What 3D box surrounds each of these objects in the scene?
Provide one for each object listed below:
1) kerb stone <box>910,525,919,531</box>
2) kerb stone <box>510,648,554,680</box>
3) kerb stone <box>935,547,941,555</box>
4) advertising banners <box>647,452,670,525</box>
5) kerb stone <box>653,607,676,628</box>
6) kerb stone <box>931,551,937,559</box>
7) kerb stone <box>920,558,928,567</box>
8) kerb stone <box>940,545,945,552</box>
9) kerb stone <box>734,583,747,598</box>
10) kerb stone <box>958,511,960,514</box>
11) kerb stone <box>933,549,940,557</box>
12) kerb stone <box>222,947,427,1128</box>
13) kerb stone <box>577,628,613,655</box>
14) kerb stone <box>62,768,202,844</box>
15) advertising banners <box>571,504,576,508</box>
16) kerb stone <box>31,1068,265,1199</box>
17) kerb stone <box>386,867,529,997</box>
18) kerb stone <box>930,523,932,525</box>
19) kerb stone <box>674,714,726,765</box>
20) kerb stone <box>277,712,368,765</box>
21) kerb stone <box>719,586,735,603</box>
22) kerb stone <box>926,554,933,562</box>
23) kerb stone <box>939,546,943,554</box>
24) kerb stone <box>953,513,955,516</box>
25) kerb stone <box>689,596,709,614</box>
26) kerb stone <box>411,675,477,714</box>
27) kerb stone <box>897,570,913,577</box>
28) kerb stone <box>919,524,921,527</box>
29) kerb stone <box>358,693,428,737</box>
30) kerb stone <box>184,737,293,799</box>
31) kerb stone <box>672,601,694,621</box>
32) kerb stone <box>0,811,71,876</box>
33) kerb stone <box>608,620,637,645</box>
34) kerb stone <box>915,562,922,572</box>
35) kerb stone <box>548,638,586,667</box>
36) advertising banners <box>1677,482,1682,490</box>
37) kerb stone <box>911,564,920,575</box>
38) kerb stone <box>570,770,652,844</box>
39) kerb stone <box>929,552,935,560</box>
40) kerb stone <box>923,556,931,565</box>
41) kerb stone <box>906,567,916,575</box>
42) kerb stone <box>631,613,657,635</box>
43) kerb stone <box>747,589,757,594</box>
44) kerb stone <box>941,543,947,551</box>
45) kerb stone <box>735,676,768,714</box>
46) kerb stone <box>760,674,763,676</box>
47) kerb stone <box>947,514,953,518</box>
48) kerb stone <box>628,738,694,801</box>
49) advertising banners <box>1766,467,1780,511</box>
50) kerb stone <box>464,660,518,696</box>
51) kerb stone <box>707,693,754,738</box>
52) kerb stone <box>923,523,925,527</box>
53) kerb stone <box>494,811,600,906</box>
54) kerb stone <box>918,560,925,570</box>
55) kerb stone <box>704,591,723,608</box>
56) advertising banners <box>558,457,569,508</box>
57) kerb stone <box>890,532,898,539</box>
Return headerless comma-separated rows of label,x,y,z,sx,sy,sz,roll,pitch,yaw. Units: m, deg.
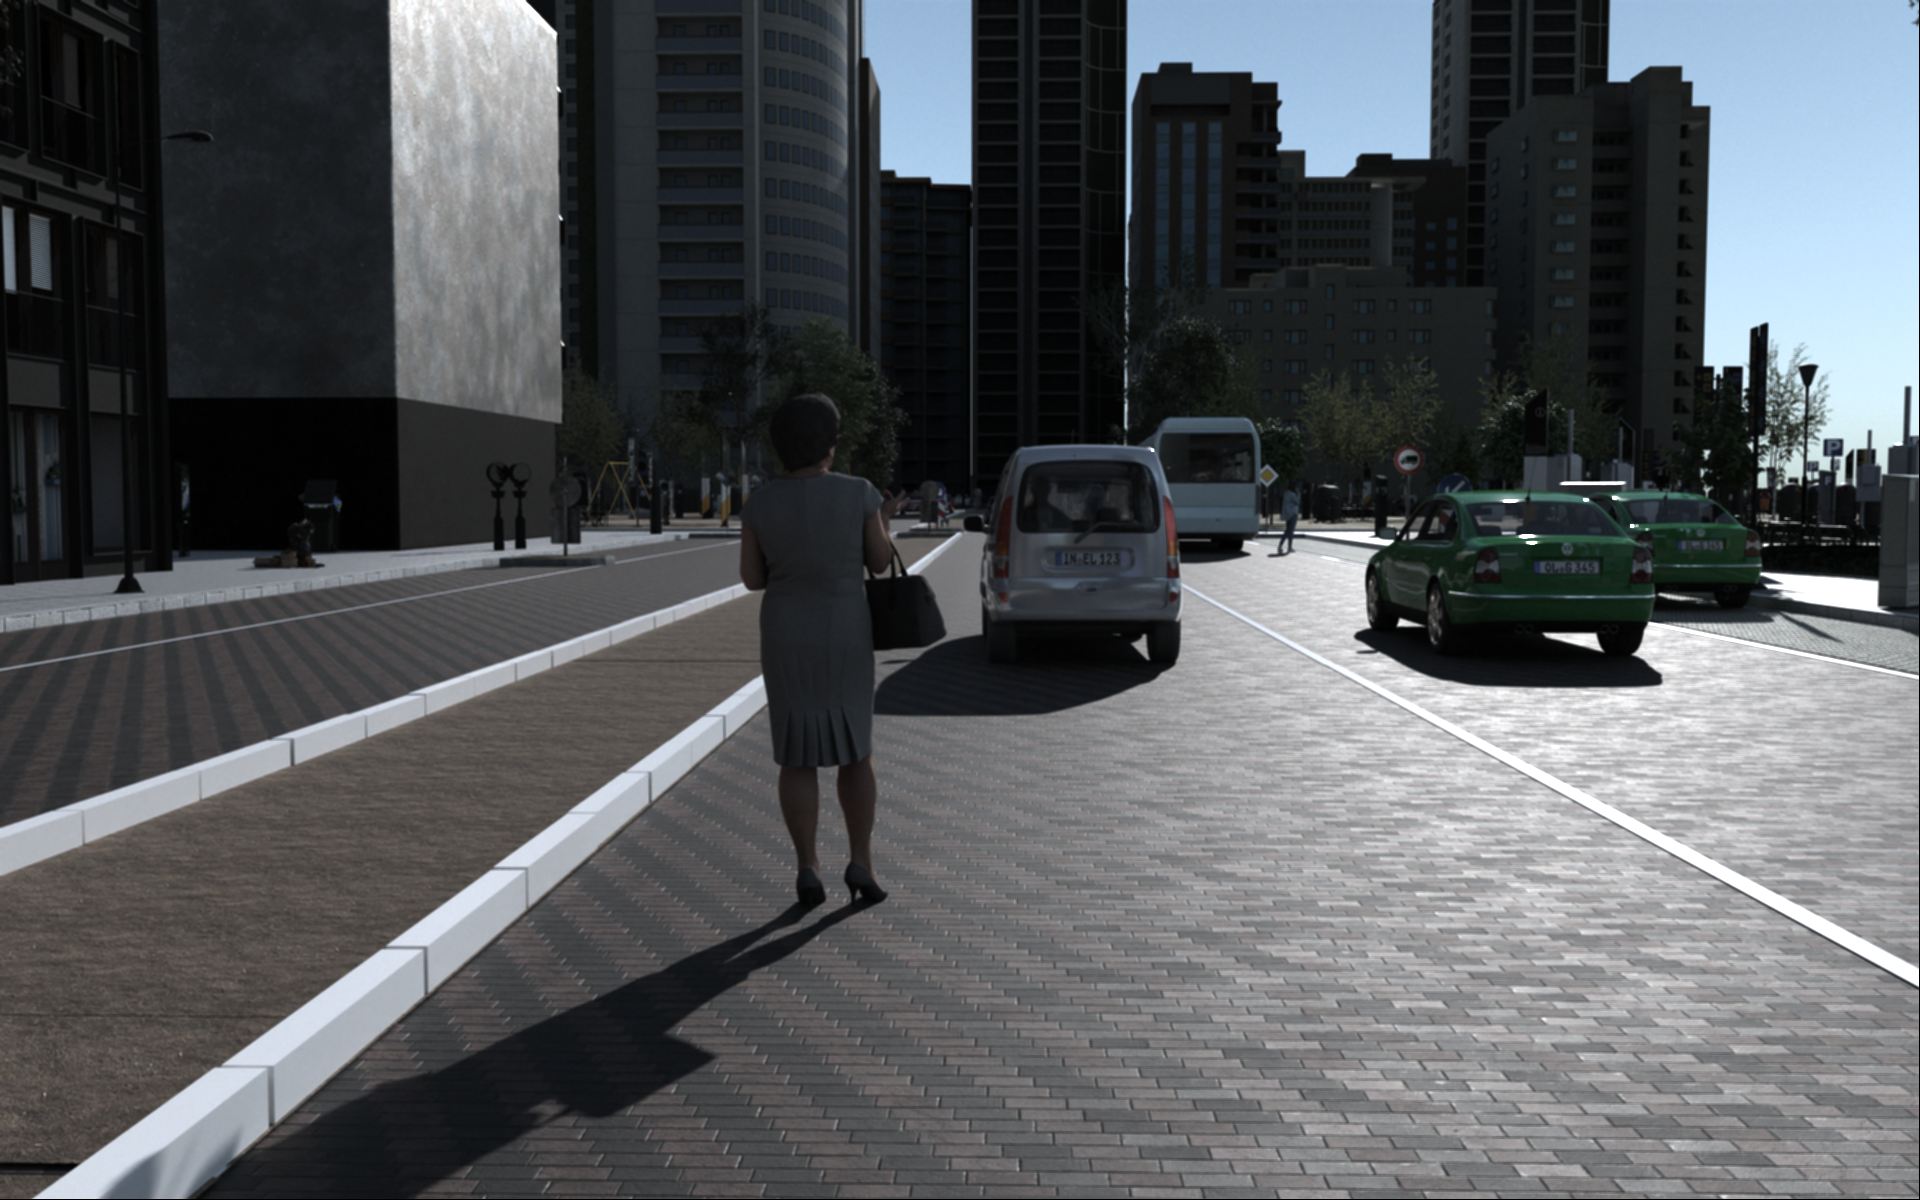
kerb stone,-1.797,-2.828,68.515,0.120,0.150,1.000,0,4,2
kerb stone,-3.418,0.521,13.677,0.120,0.150,1.000,0,4,2
kerb stone,-0.563,-1.043,39.244,0.120,0.150,1.000,0,4,2
advertising banners,-12.554,-4.639,72.043,0.090,3.025,2.074,-2,4,-35
kerb stone,-3.268,0.209,18.823,0.120,0.150,1.000,0,4,2
kerb stone,-0.625,-0.912,37.195,0.120,0.150,1.000,0,4,2
kerb stone,-0.744,-0.666,33.090,0.120,0.150,1.000,0,4,2
kerb stone,-0.505,-1.168,41.297,0.120,0.150,1.000,0,4,2
kerb stone,-3.112,-0.107,23.947,0.120,0.150,1.000,0,4,2
kerb stone,-0.273,-5.968,119.774,0.120,0.150,1.000,0,4,2
kerb stone,-0.586,-0.980,38.222,0.120,0.150,1.000,0,4,2
kerb stone,-1.593,1.094,4.410,0.120,0.150,1.000,0,4,2
kerb stone,-3.355,0.395,15.741,0.120,0.150,1.000,0,4,2
kerb stone,-3.604,0.898,7.540,0.120,0.150,1.000,0,4,2
advertising banners,-30.681,-8.497,135.107,2.074,3.025,0.090,3,4,37
kerb stone,-1.624,1.152,3.382,0.120,0.150,1.000,0,4,2
kerb stone,-1.560,1.029,5.431,0.120,0.150,1.000,0,4,2
kerb stone,-1.486,-3.456,78.772,0.120,0.150,1.000,0,4,2
kerb stone,-1.444,0.779,9.532,0.120,0.150,1.000,0,4,2
kerb stone,-3.538,0.771,9.590,0.120,0.150,1.000,0,4,2
kerb stone,-3.147,-0.044,22.919,0.120,0.150,1.000,0,4,2
kerb stone,-0.683,-0.791,35.147,0.120,0.150,1.000,0,4,2
kerb stone,-0.525,-1.106,40.274,0.120,0.150,1.000,0,4,2
kerb stone,-0.581,-5.342,109.534,0.120,0.150,1.000,0,4,2
kerb stone,-3.207,0.081,20.867,0.120,0.150,1.000,0,4,2
kerb stone,-3.478,0.646,11.634,0.120,0.150,1.000,0,4,2
kerb stone,-0.892,-0.352,27.967,0.120,0.150,1.000,0,4,2
kerb stone,-1.765,-2.896,69.542,0.120,0.150,1.000,0,4,2
kerb stone,-3.507,0.717,10.612,0.120,0.150,1.000,0,4,2
kerb stone,-3.577,0.838,8.562,0.120,0.150,1.000,0,4,2
kerb stone,-3.235,0.149,19.844,0.120,0.150,1.000,0,4,2
kerb stone,-3.630,0.959,6.519,0.120,0.150,1.000,0,4,2
kerb stone,-3.322,0.332,16.770,0.120,0.150,1.000,0,4,2
kerb stone,-0.803,-0.541,31.038,0.120,0.150,1.000,0,4,2
kerb stone,-3.382,0.459,14.706,0.120,0.150,1.000,0,4,2
advertising banners,44.606,-6.715,105.975,2.074,3.025,0.090,-1,4,-21
kerb stone,-0.832,-0.478,30.017,0.120,0.150,1.000,0,4,2
kerb stone,-1.508,0.900,7.480,0.120,0.150,1.000,0,4,2
kerb stone,-0.654,-0.855,36.169,0.120,0.150,1.000,0,4,2
kerb stone,-0.711,-0.729,34.123,0.120,0.150,1.000,0,4,2
kerb stone,-0.864,-0.415,28.988,0.120,0.150,1.000,0,4,2
kerb stone,-3.304,0.269,17.793,0.120,0.150,1.000,0,4,2
kerb stone,-3.087,-0.167,24.968,0.120,0.150,1.000,0,4,2
kerb stone,-0.467,-1.231,42.324,0.120,0.150,1.000,0,4,2
kerb stone,-1.381,0.649,11.577,0.120,0.150,1.000,0,4,2
kerb stone,-1.346,0.591,12.604,0.120,0.150,1.000,0,4,2
kerb stone,-0.636,-5.214,107.490,0.120,0.150,1.000,0,4,2
kerb stone,-1.471,0.837,8.506,0.120,0.150,1.000,0,4,2
advertising banners,53.366,-7.103,112.323,2.074,3.025,0.090,2,4,31
kerb stone,-3.452,0.584,12.655,0.120,0.150,1.000,0,4,2
kerb stone,-1.407,0.712,10.554,0.120,0.150,1.000,0,4,2
kerb stone,-1.671,-3.084,72.616,0.120,0.150,1.000,0,4,2
kerb stone,-1.531,0.963,6.458,0.120,0.150,1.000,0,4,2
kerb stone,-0.776,-0.603,32.061,0.120,0.150,1.000,0,4,2
kerb stone,-3.177,0.018,21.897,0.120,0.150,1.000,0,4,2
advertising banners,-18.748,-5.233,81.746,0.090,3.025,2.074,-1,4,-22
kerb stone,-2.146,-2.112,56.734,0.120,0.150,1.000,0,4,2
